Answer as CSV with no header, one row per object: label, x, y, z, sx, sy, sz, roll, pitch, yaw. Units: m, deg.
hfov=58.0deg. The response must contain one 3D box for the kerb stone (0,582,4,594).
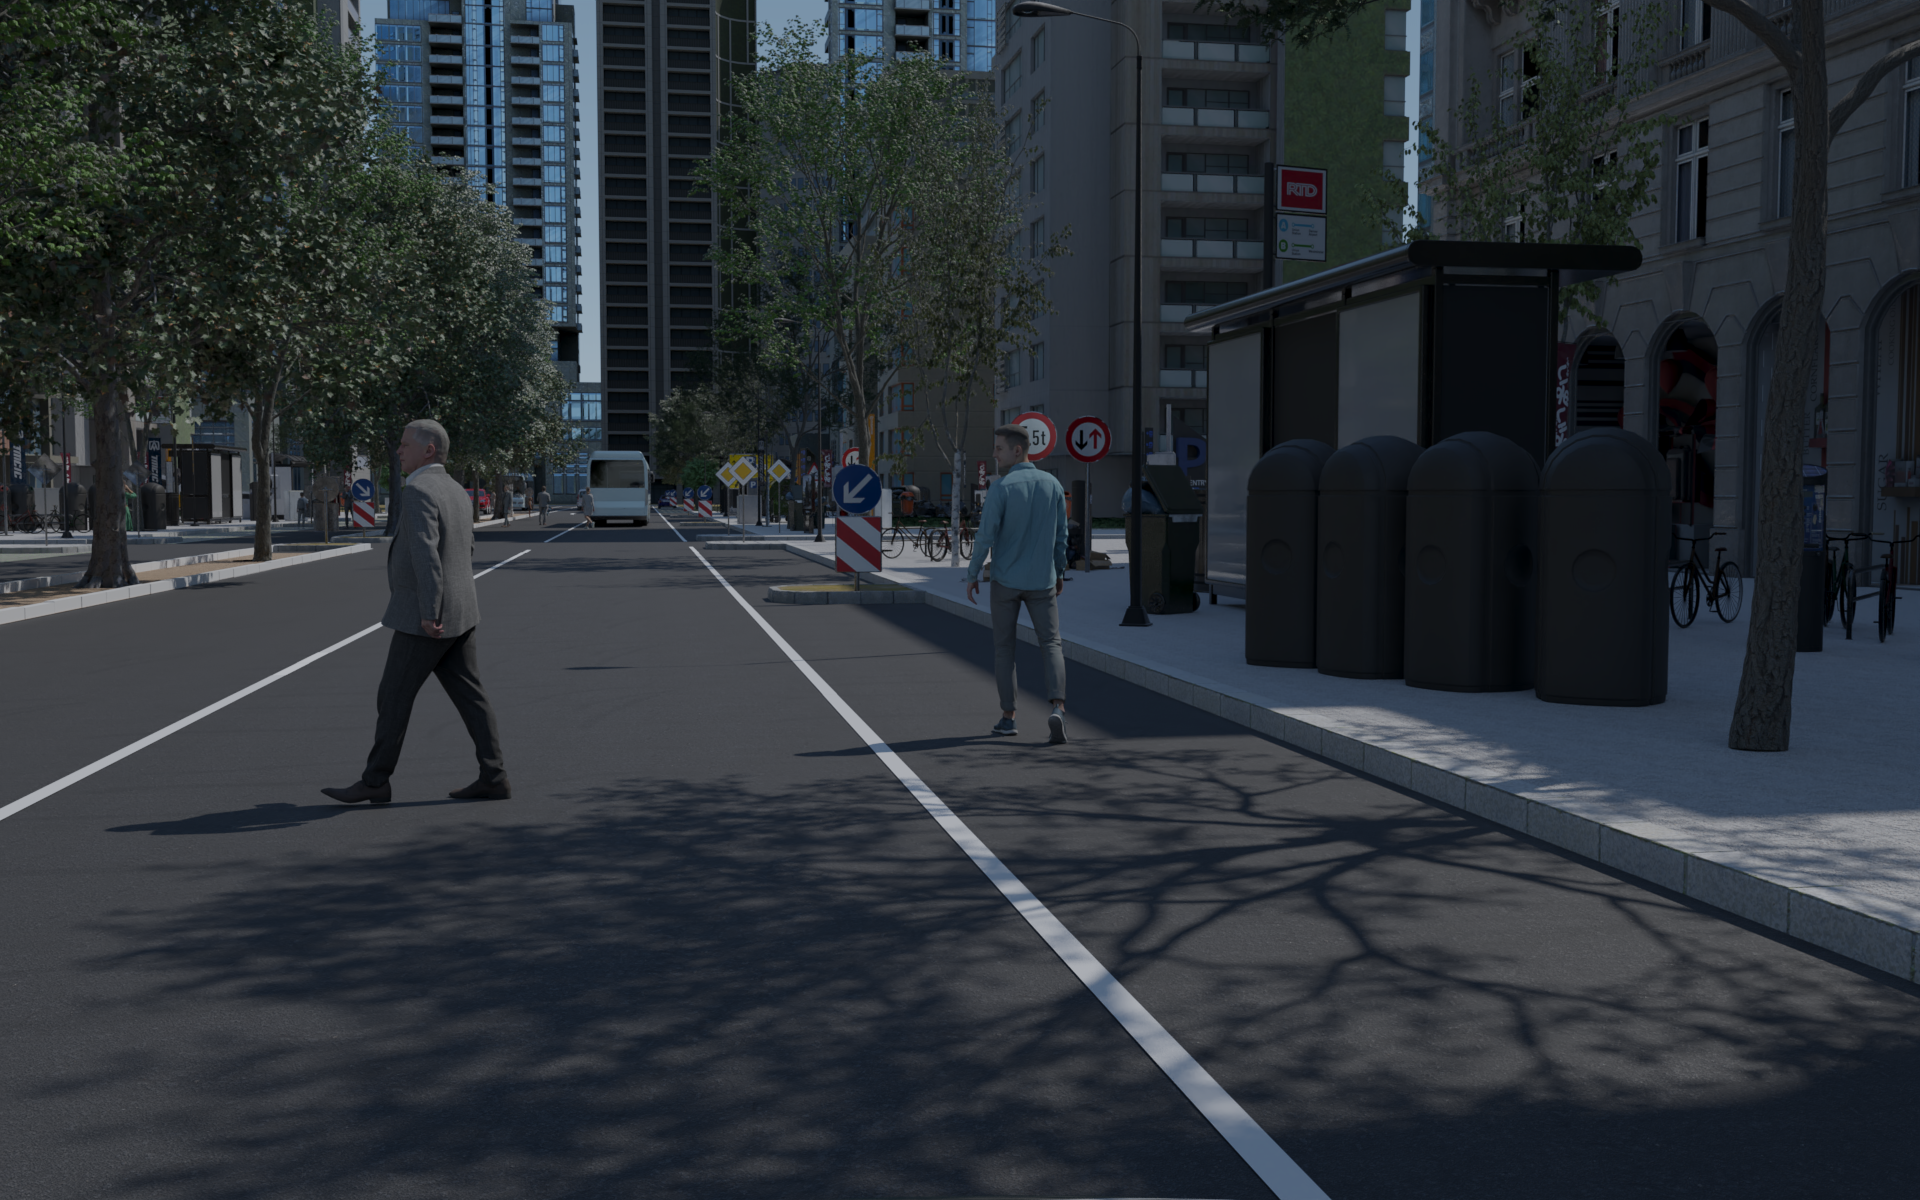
kerb stone,-13.775,-0.157,24.807,0.120,0.150,1.000,-1,4,-10

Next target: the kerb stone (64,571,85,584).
kerb stone,-14.330,-0.340,27.824,0.120,0.150,1.000,-1,4,-10

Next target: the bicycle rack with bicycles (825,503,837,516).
bicycle rack with bicycles,-7.402,-5.418,101.972,2.852,0.926,2.925,3,4,36

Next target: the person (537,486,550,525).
person,-19.281,-4.375,80.223,0.606,1.804,0.583,-1,4,-14

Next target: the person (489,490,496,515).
person,-31.150,-6.513,115.322,0.374,1.781,0.599,-3,5,-44

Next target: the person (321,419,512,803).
person,-2.527,0.052,8.050,0.834,1.777,0.661,0,4,-5

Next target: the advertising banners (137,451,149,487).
advertising banners,-34.217,-4.570,70.900,2.074,3.025,0.090,-1,4,-18

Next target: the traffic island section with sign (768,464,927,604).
traffic island section with sign,-1.589,-0.911,23.517,1.989,1.847,2.006,-1,4,-10

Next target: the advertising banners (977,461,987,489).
advertising banners,1.901,-5.788,90.819,2.074,3.025,0.090,0,4,-1

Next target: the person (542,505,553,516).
person,-27.336,-6.161,114.727,0.738,1.151,1.012,1,4,20

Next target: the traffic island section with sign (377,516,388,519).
traffic island section with sign,-33.123,-5.702,101.861,1.989,1.847,2.006,-1,4,-10

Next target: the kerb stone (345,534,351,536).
kerb stone,-19.074,-1.921,53.599,0.120,0.150,1.000,-1,4,-10

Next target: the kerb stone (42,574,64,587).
kerb stone,-14.146,-0.283,26.819,0.120,0.150,1.000,-1,4,-10

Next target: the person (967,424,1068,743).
person,0.361,-0.108,10.132,0.638,1.841,0.748,-1,4,-12

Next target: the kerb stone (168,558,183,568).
kerb stone,-15.437,-0.714,33.867,0.120,0.150,1.000,-1,4,-10

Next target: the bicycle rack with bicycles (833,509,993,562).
bicycle rack with bicycles,-0.415,-1.276,34.248,2.852,0.926,2.925,3,5,42

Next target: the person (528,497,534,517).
person,-26.415,-5.713,106.575,0.373,1.253,0.362,0,4,-4

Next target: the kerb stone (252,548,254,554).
kerb stone,-16.752,-1.142,40.940,0.120,0.150,1.000,-1,4,-10

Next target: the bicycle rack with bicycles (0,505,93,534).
bicycle rack with bicycles,-29.907,-2.642,56.574,2.925,0.926,2.852,-1,4,-20

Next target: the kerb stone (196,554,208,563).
kerb stone,-15.816,-0.837,35.889,0.120,0.150,1.000,-1,4,-10

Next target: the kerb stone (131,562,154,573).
kerb stone,-15.073,-0.586,31.846,0.120,0.150,1.000,-1,4,-10

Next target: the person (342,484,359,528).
person,-25.398,-3.904,72.132,0.655,1.846,0.447,-2,4,-27

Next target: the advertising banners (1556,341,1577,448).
advertising banners,6.350,-1.425,19.480,2.074,3.025,0.090,-3,5,-40

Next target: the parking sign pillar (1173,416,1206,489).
parking sign pillar,8.017,-4.361,59.775,1.447,3.967,1.447,-1,4,-11

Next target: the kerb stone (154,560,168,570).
kerb stone,-15.266,-0.648,32.859,0.120,0.150,1.000,-1,4,-10

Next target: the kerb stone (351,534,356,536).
kerb stone,-19.261,-1.974,54.605,0.120,0.150,1.000,-1,4,-10

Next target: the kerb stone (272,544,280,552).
kerb stone,-17.299,-1.332,43.975,0.120,0.150,1.000,-1,4,-10

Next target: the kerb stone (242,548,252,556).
kerb stone,-16.559,-1.085,39.928,0.120,0.150,1.000,-1,4,-10

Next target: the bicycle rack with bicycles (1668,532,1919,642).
bicycle rack with bicycles,7.859,-0.192,16.520,2.852,0.926,2.925,3,4,38

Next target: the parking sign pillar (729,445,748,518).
parking sign pillar,-11.562,-6.503,94.794,1.447,3.967,1.447,1,4,19

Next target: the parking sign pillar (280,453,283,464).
parking sign pillar,-44.994,-7.657,113.660,1.447,3.967,1.447,1,4,8

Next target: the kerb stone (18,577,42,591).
kerb stone,-13.961,-0.221,25.812,0.120,0.150,1.000,-1,4,-10

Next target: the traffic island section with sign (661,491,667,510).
traffic island section with sign,-25.692,-8.914,154.375,1.989,1.847,2.006,-1,4,-10

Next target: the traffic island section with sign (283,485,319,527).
traffic island section with sign,-28.256,-4.081,75.348,1.989,1.847,2.006,-1,4,-10

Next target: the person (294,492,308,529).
person,-27.118,-3.681,71.281,0.523,1.515,0.503,2,4,26

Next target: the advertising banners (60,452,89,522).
advertising banners,-37.361,-4.736,73.622,0.090,3.025,2.074,1,4,19

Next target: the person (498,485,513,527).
person,-19.565,-4.034,74.551,0.694,1.812,0.767,2,4,31

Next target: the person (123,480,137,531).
person,-19.641,-1.944,40.538,0.600,1.795,0.529,0,4,-4

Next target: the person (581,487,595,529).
person,-15.185,-3.769,70.876,0.760,1.731,0.466,3,4,37

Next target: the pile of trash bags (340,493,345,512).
pile of trash bags,-44.703,-6.880,122.242,1.912,1.369,3.447,3,4,37

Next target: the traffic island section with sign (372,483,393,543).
traffic island section with sign,-17.604,-2.648,51.424,2.006,1.907,1.989,-1,4,-10

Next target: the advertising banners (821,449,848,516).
advertising banners,-4.574,-4.397,68.074,2.074,3.025,0.090,-3,4,-36

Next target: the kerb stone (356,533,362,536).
kerb stone,-19.442,-2.044,55.616,0.120,0.150,1.000,-1,4,-10

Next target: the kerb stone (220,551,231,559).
kerb stone,-16.188,-0.956,37.903,0.120,0.150,1.000,-1,4,-10

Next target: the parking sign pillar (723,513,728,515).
parking sign pillar,-13.342,-6.976,102.524,1.447,3.967,1.447,-1,4,-16

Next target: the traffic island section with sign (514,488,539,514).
traffic island section with sign,-31.224,-7.167,125.323,2.006,1.907,1.989,-1,4,-10

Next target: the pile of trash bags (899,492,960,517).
pile of trash bags,-1.157,-3.664,69.654,3.447,1.369,1.912,3,5,44

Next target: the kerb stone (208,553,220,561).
kerb stone,-16.004,-0.899,36.894,0.120,0.150,1.000,-1,4,-10

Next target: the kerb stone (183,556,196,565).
kerb stone,-15.629,-0.776,34.878,0.120,0.150,1.000,-1,4,-10

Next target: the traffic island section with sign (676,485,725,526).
traffic island section with sign,-11.601,-4.236,77.882,1.989,1.847,2.006,-1,4,-10

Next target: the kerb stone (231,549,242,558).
kerb stone,-16.375,-1.023,38.921,0.120,0.150,1.000,-1,4,-10

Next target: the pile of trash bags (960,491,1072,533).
pile of trash bags,2.025,-2.844,56.251,3.447,1.369,1.912,-1,4,-17

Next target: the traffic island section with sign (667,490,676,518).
traffic island section with sign,-16.490,-5.857,104.391,1.989,1.847,2.006,-1,4,-10

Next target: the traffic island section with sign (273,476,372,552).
traffic island section with sign,-16.271,-2.202,44.138,2.006,1.907,1.989,-1,4,-10

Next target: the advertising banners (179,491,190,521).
advertising banners,-35.972,-5.257,82.136,2.074,3.025,0.090,-1,4,-17

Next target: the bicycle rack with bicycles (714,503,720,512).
bicycle rack with bicycles,-15.993,-6.628,121.742,2.925,0.926,2.852,1,4,15

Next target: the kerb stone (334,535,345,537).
kerb stone,-18.891,-1.859,52.593,0.120,0.150,1.000,-1,4,-10

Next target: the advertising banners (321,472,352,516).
advertising banners,-36.559,-6.429,101.297,2.074,3.025,0.090,-1,4,-9

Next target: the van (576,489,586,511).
van,-32.392,-8.783,150.617,2.013,2.044,4.112,-1,4,-9
